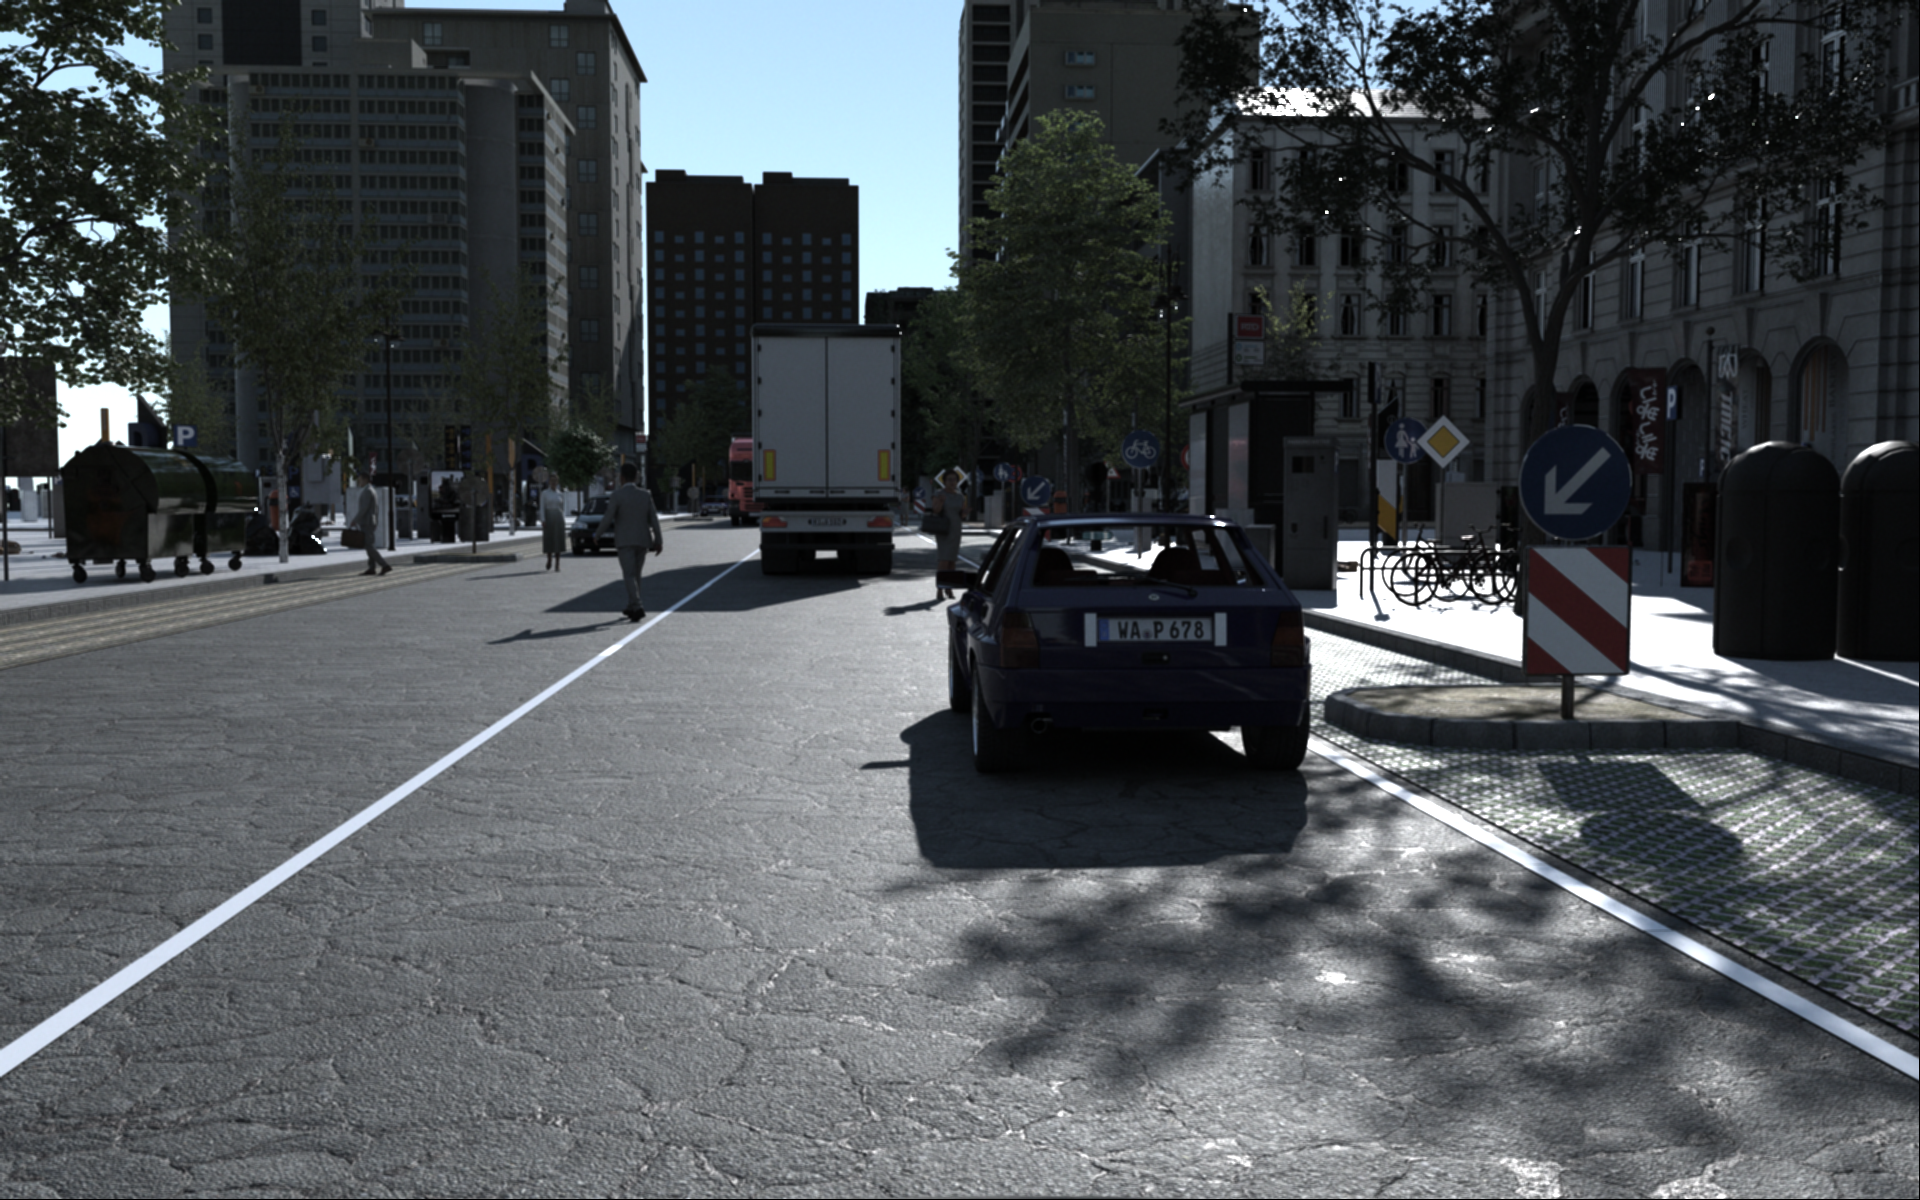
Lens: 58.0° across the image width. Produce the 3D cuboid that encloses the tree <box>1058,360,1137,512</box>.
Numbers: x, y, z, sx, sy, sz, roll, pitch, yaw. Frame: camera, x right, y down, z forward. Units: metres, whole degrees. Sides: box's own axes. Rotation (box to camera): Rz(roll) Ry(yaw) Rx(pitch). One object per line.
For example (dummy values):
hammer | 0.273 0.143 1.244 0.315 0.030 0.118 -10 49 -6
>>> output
tree | 7.910 -8.731 93.108 4.360 8.622 3.978 0 3 0

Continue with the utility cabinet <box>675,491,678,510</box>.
utility cabinet | -21.873 -7.703 134.627 0.318 1.500 1.173 -2 4 -31

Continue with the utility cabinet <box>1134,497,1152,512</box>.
utility cabinet | 4.201 -1.748 39.740 0.306 1.237 1.020 0 4 -2

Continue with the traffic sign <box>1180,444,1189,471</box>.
traffic sign | 5.739 -2.572 42.163 0.768 2.556 0.104 0 4 1

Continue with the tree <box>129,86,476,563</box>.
tree | -12.405 -4.993 31.998 4.737 8.622 4.395 0 3 0

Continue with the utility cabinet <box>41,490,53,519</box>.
utility cabinet | -46.836 -4.949 89.595 1.173 1.500 0.318 -3 4 -38

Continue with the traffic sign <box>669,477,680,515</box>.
traffic sign | -17.099 -6.216 103.755 0.606 2.300 0.079 0 4 0

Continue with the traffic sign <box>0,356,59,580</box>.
traffic sign | -14.485 -1.942 25.624 2.265 3.308 0.079 0 4 0

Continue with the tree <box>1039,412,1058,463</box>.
tree | 7.392 -9.409 104.199 4.360 8.622 3.978 0 3 0

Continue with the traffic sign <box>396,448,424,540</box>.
traffic sign | -15.171 -2.917 47.804 0.768 2.556 0.104 0 4 1

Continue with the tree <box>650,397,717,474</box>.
tree | -20.591 -11.061 131.203 4.737 8.622 4.395 0 3 0

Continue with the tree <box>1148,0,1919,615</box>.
tree | 5.906 -5.099 17.783 8.767 10.594 7.601 1 4 18

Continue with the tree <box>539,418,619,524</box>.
tree | -16.318 -5.502 73.673 4.285 4.588 4.351 0 3 0

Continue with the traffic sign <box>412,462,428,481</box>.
traffic sign | -17.285 -3.252 55.301 0.606 2.300 0.079 0 4 -2

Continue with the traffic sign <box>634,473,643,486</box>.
traffic sign | -12.759 -3.907 67.528 0.795 2.450 0.064 0 4 -4

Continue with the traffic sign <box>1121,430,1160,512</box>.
traffic sign | 3.575 -2.094 34.345 0.768 2.556 0.104 0 4 2

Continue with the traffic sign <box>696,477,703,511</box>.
traffic sign | -19.278 -7.822 127.991 0.768 2.556 0.104 0 4 0

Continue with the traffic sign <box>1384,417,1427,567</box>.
traffic sign | 7.425 -1.760 28.879 0.768 2.556 0.104 0 4 -4

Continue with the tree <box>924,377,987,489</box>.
tree | -0.421 -9.738 109.574 4.737 8.622 4.395 0 3 0

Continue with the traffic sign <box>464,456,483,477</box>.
traffic sign | -16.424 -3.574 58.546 0.768 2.556 0.104 0 4 -2

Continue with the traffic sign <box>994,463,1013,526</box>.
traffic sign | 1.743 -4.279 70.061 0.768 2.556 0.104 0 4 0

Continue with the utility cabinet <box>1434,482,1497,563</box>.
utility cabinet | 9.391 -1.437 32.180 1.173 1.500 0.318 -1 4 -22

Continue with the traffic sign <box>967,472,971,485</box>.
traffic sign | 0.650 -6.059 99.175 0.768 2.556 0.104 0 4 5

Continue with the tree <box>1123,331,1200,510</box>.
tree | 9.099 -7.805 77.972 4.737 8.622 4.395 0 3 0

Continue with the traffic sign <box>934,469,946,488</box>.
traffic sign | -0.641 -3.956 68.331 0.795 2.450 0.064 0 4 -4

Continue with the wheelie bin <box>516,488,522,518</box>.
wheelie bin | -23.290 -5.089 91.109 0.693 1.594 0.980 -1 4 -10

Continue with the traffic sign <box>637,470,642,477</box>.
traffic sign | -17.016 -5.529 90.497 0.768 2.556 0.104 0 4 2

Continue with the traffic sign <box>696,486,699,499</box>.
traffic sign | -21.594 -8.731 142.852 0.768 2.556 0.104 0 4 -2

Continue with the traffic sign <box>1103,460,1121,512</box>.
traffic sign | 5.028 -3.601 58.875 0.884 2.594 0.081 0 4 -1

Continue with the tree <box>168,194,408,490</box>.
tree | -16.659 -5.670 43.074 4.360 8.622 3.978 0 3 0

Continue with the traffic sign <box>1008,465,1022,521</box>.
traffic sign | 2.324 -4.601 75.332 0.768 2.556 0.104 0 4 1

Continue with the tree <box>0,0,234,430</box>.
tree | -12.005 -6.151 18.701 7.486 12.596 7.792 0 3 0

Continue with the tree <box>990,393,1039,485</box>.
tree | 4.266 -10.762 126.326 4.360 8.622 3.978 0 3 0

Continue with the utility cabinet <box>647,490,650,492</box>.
utility cabinet | -18.148 -5.466 98.053 1.173 1.500 0.318 0 4 6

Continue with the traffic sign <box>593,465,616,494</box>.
traffic sign | -12.216 -3.420 59.561 0.795 2.450 0.064 0 4 -4

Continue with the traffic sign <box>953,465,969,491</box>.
traffic sign | -0.098 -3.469 60.364 0.795 2.450 0.064 0 4 -4

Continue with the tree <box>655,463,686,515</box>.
tree | -18.843 -7.204 112.392 1.663 3.219 1.824 0 3 0

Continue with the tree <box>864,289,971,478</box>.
tree | -5.148 -18.637 160.608 12.611 20.169 13.585 0 3 0

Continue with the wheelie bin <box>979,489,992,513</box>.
wheelie bin | 1.699 -6.685 117.215 0.980 1.594 0.693 -3 4 -38

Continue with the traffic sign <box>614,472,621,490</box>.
traffic sign | -19.990 -6.176 101.082 0.768 2.556 0.104 0 4 3

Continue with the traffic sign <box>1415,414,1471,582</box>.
traffic sign | 6.988 -1.464 25.116 0.795 2.450 0.064 0 4 2

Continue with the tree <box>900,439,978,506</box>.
tree | -0.674 -7.210 101.591 4.285 4.588 4.351 0 3 0

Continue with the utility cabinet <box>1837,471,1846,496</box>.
utility cabinet | 8.161 -0.513 17.062 0.318 1.500 1.173 -1 4 -17

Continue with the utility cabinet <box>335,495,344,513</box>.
utility cabinet | -42.050 -6.526 117.854 1.020 1.237 0.306 1 4 17

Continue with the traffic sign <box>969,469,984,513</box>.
traffic sign | 0.837 -5.380 88.068 0.768 2.556 0.104 0 4 1

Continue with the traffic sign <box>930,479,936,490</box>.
traffic sign | -1.668 -7.291 119.318 0.768 2.556 0.104 0 4 4

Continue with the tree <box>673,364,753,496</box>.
tree | -21.151 -14.230 150.788 7.486 12.596 7.792 0 3 0

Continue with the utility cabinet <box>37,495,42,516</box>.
utility cabinet | -53.215 -5.422 99.812 1.020 1.237 0.306 2 4 31

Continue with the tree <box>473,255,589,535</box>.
tree | -14.044 -6.330 53.851 4.737 8.622 4.395 0 3 0

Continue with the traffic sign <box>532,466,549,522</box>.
traffic sign | -19.064 -4.806 78.682 0.768 2.556 0.104 0 4 5

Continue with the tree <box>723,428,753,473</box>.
tree | -24.921 -15.141 197.912 4.360 8.622 3.978 0 3 0

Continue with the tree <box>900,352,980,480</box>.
tree | -3.069 -13.381 135.789 9.611 12.733 9.660 0 3 0

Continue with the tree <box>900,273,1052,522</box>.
tree | 0.756 -9.448 80.222 9.928 11.665 9.643 0 3 0

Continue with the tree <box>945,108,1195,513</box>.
tree | 3.010 -8.189 52.022 7.486 12.596 7.792 0 3 0
